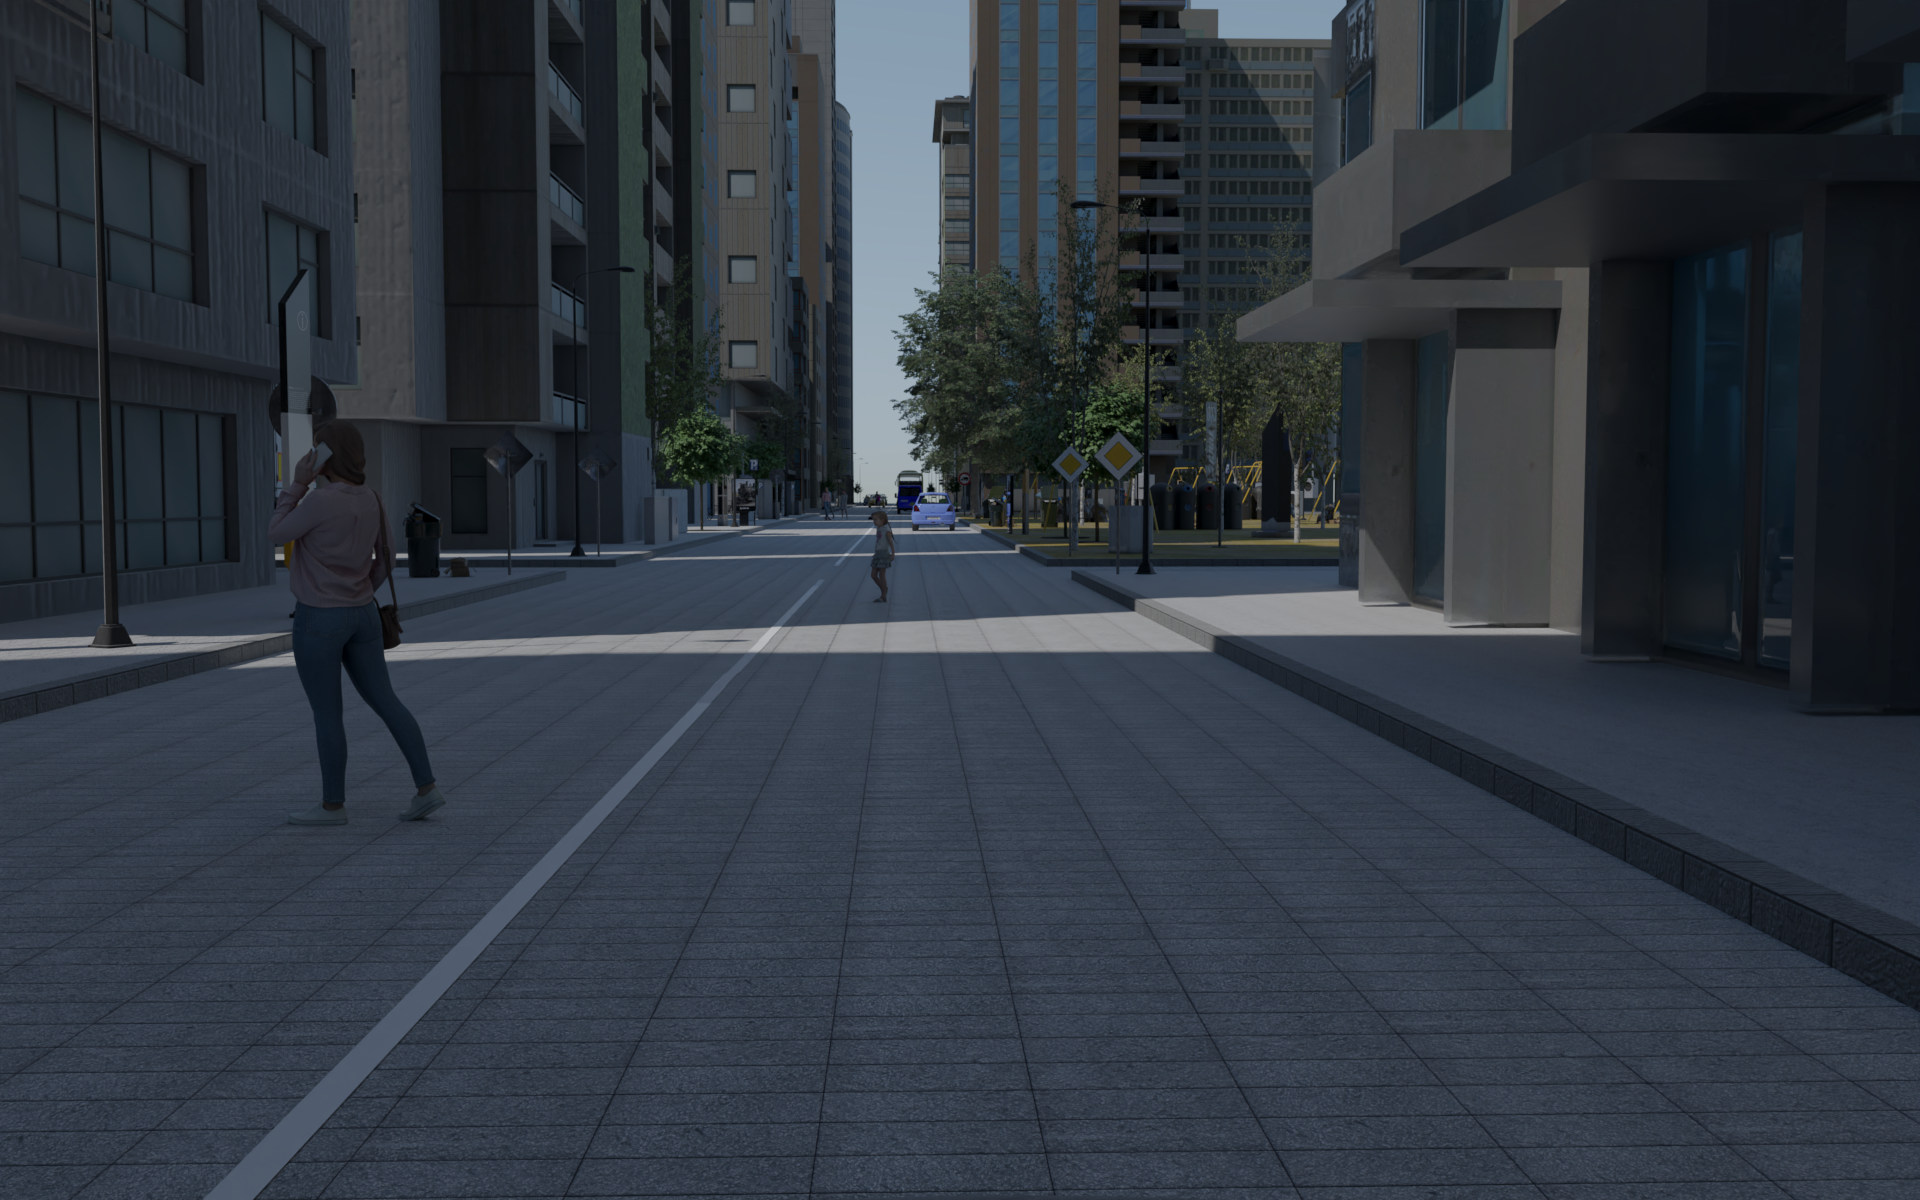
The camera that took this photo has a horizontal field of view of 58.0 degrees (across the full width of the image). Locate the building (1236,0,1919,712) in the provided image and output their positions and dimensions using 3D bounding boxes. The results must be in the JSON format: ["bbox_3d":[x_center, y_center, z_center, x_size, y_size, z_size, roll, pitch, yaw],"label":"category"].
[{"bbox_3d":[15.319,-23.920,10.702,23.786,49.044,30.456,0,4,-2],"label":"building"}]

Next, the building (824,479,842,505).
[{"bbox_3d":[-30.466,-31.443,205.968,32.217,40.220,23.993,0,4,-2],"label":"building"}]

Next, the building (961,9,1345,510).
[{"bbox_3d":[16.391,-27.595,143.058,32.217,40.220,23.993,0,4,-2],"label":"building"}]

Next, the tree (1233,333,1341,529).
[{"bbox_3d":[13.298,-6.973,64.371,4.737,8.622,4.395,0,3,0],"label":"tree"}]

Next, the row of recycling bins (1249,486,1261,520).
[{"bbox_3d":[13.640,-4.827,86.042,3.534,1.692,1.069,-1,4,-9],"label":"row of recycling bins"}]

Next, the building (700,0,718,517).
[{"bbox_3d":[-20.667,-27.089,93.021,14.600,45.320,14.200,0,4,-2],"label":"building"}]

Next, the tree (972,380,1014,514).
[{"bbox_3d":[3.800,-9.427,104.495,4.737,8.622,4.395,0,3,0],"label":"tree"}]

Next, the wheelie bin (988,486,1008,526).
[{"bbox_3d":[1.530,-3.747,69.175,0.980,1.594,0.693,3,4,36],"label":"wheelie bin"}]

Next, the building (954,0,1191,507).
[{"bbox_3d":[10.978,-52.371,168.931,22.319,86.520,31.000,0,4,-2],"label":"building"}]

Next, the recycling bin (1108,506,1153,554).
[{"bbox_3d":[3.715,-1.536,37.675,0.722,1.027,0.722,-2,4,-33],"label":"recycling bin"}]

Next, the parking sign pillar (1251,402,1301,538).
[{"bbox_3d":[9.363,-3.839,51.245,1.447,3.967,1.447,-1,4,-12],"label":"parking sign pillar"}]

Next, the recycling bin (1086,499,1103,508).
[{"bbox_3d":[7.479,-5.116,96.198,0.722,1.027,0.722,2,4,27],"label":"recycling bin"}]

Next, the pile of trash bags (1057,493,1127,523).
[{"bbox_3d":[6.067,-4.203,78.472,3.447,1.369,1.912,-2,4,-26],"label":"pile of trash bags"}]

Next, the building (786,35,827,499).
[{"bbox_3d":[-20.701,-32.020,173.635,14.600,45.320,14.200,0,4,-2],"label":"building"}]

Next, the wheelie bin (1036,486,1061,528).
[{"bbox_3d":[3.359,-3.553,65.999,0.980,1.594,0.693,0,4,-4],"label":"wheelie bin"}]

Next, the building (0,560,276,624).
[{"bbox_3d":[-15.573,-20.572,19.952,14.086,41.232,14.154,0,4,-2],"label":"building"}]

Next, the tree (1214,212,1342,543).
[{"bbox_3d":[8.883,-5.796,45.128,4.360,8.622,3.978,0,3,0],"label":"tree"}]

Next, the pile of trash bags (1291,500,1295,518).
[{"bbox_3d":[16.230,-5.074,92.707,3.447,1.369,1.912,-2,4,-32],"label":"pile of trash bags"}]

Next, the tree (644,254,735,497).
[{"bbox_3d":[-9.063,-6.238,52.354,4.737,8.622,4.395,0,3,0],"label":"tree"}]

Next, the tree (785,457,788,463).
[{"bbox_3d":[-10.677,-6.575,91.208,4.285,4.588,4.351,0,3,0],"label":"tree"}]

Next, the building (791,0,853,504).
[{"bbox_3d":[-24.448,-48.303,228.003,20.563,71.187,20.611,0,4,-2],"label":"building"}]

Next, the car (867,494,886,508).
[{"bbox_3d":[-8.766,-10.521,182.244,2.015,1.641,3.980,0,4,-1],"label":"car"}]

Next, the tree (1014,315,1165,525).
[{"bbox_3d":[5.206,-7.354,70.607,4.737,8.622,4.395,0,3,0],"label":"tree"}]

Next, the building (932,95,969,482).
[{"bbox_3d":[10.938,-39.015,227.129,28.713,52.752,27.495,0,4,-2],"label":"building"}]

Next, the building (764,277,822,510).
[{"bbox_3d":[-26.739,-18.767,151.881,27.650,21.520,28.899,0,4,-2],"label":"building"}]

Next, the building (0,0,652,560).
[{"bbox_3d":[-15.666,-21.895,41.580,14.154,41.232,14.086,0,4,-2],"label":"building"}]

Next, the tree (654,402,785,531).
[{"bbox_3d":[-9.096,-4.687,60.339,4.285,4.588,4.351,0,3,0],"label":"tree"}]

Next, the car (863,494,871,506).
[{"bbox_3d":[-10.802,-12.137,210.444,2.014,1.417,4.499,0,4,0],"label":"car"}]

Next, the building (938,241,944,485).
[{"bbox_3d":[7.921,-36.746,255.419,22.147,44.769,28.867,0,4,-2],"label":"building"}]

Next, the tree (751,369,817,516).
[{"bbox_3d":[-10.419,-9.250,101.593,4.360,8.622,3.978,0,3,0],"label":"tree"}]

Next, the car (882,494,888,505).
[{"bbox_3d":[-10.136,-12.905,219.798,1.959,1.807,4.718,0,4,-1],"label":"car"}]

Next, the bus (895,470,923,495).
[{"bbox_3d":[-5.198,-11.424,178.331,2.896,3.916,12.252,0,4,-3],"label":"bus"}]

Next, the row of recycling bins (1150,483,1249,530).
[{"bbox_3d":[8.454,-3.377,62.334,3.534,1.692,1.069,-1,4,-16],"label":"row of recycling bins"}]

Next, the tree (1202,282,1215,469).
[{"bbox_3d":[8.747,-6.595,58.189,4.360,8.622,3.978,0,3,0],"label":"tree"}]

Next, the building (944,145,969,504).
[{"bbox_3d":[5.047,-31.942,205.843,14.154,41.232,14.086,0,4,-2],"label":"building"}]

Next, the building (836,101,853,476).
[{"bbox_3d":[-26.546,-43.468,252.701,21.231,58.520,28.212,0,4,-2],"label":"building"}]

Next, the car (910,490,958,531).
[{"bbox_3d":[-1.029,-3.587,68.243,1.945,1.707,3.694,0,4,0],"label":"car"}]

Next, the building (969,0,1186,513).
[{"bbox_3d":[7.820,-28.957,123.559,14.600,45.320,14.200,0,4,-2],"label":"building"}]

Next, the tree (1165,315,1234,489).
[{"bbox_3d":[11.093,-7.469,72.478,4.737,8.622,4.395,0,3,0],"label":"tree"}]

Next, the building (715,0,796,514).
[{"bbox_3d":[-26.000,-32.633,122.793,28.713,52.752,27.495,0,4,-2],"label":"building"}]

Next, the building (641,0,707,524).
[{"bbox_3d":[-18.385,-18.332,71.423,14.160,30.474,14.107,0,4,-2],"label":"building"}]
